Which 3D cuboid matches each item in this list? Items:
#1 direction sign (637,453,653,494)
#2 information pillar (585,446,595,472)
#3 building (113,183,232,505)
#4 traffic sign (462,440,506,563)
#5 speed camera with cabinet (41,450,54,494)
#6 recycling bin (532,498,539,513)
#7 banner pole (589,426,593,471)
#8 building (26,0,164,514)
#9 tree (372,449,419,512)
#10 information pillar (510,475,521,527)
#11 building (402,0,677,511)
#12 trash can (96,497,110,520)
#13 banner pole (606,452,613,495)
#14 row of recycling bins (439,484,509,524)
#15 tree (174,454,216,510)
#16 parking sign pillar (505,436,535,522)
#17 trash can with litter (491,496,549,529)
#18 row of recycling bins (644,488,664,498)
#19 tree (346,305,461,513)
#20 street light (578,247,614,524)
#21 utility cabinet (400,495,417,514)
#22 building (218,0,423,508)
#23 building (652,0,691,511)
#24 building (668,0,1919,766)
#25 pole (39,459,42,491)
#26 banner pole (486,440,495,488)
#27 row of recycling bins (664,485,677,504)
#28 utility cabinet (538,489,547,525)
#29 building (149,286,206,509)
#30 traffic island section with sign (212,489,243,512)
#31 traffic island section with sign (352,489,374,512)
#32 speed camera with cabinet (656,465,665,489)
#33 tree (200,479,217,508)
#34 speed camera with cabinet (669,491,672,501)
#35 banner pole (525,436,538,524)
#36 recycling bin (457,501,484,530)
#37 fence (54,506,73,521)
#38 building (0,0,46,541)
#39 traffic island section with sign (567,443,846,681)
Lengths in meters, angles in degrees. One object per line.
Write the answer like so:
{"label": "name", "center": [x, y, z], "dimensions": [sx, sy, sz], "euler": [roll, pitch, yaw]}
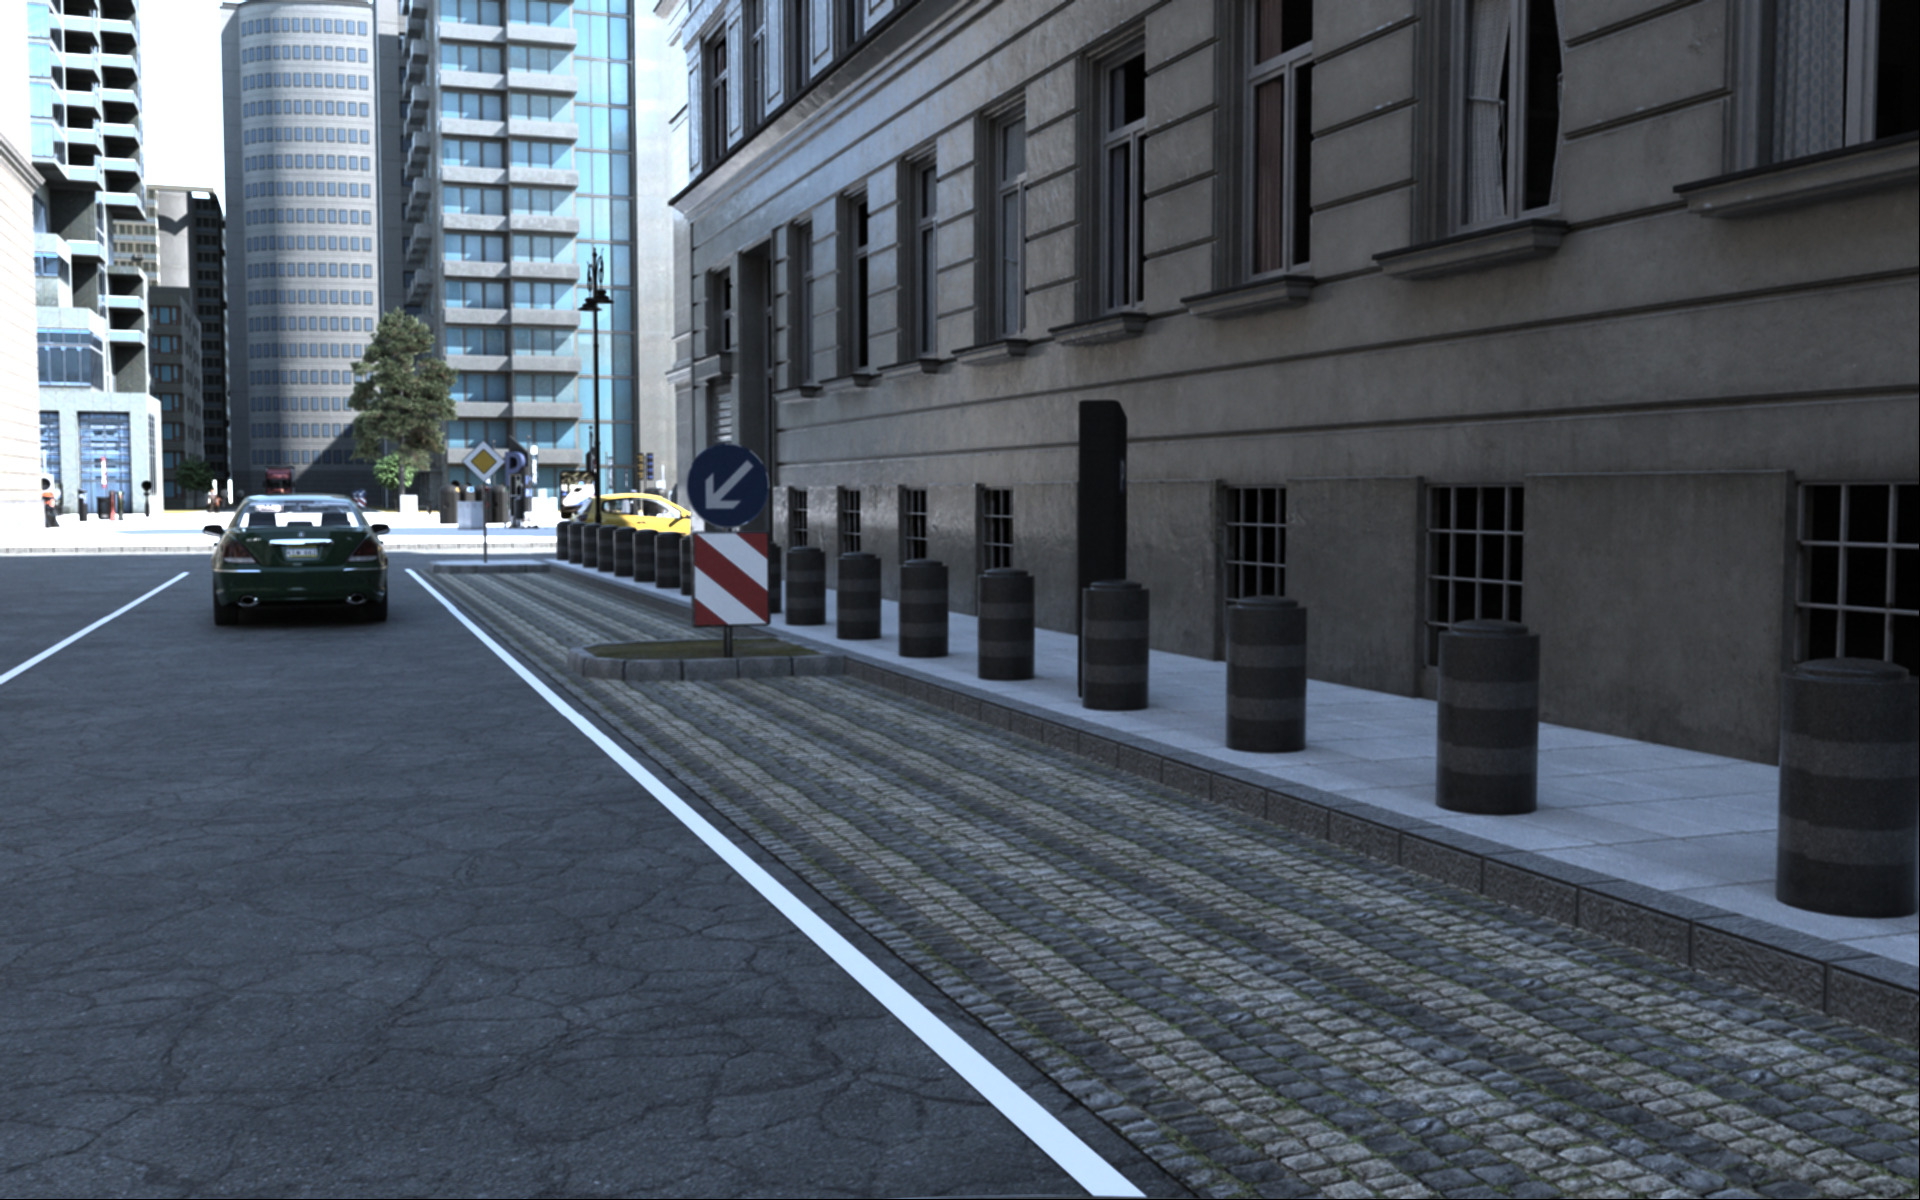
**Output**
{"label": "direction sign", "center": [-17.426, -6.354, 95.892], "dimensions": [0.876, 3.537, 0.379], "euler": [0, 4, -4]}
{"label": "information pillar", "center": [-18.062, -5.711, 84.731], "dimensions": [0.504, 3.616, 0.183], "euler": [-3, 5, -41]}
{"label": "building", "center": [-98.639, -31.235, 202.574], "dimensions": [23.993, 40.220, 32.217], "euler": [-1, 4, -20]}
{"label": "traffic sign", "center": [-8.874, -1.754, 32.317], "dimensions": [0.795, 2.450, 0.064], "euler": [-1, 4, -20]}
{"label": "speed camera with cabinet", "center": [-41.542, -5.064, 77.133], "dimensions": [2.038, 3.252, 0.660], "euler": [-1, 4, -23]}
{"label": "recycling bin", "center": [-28.486, -6.368, 116.674], "dimensions": [0.722, 1.027, 0.722], "euler": [-1, 4, -19]}
{"label": "banner pole", "center": [-13.445, -4.480, 63.268], "dimensions": [0.401, 3.779, 0.863], "euler": [-1, 4, -18]}
{"label": "building", "center": [-67.639, -49.304, 118.787], "dimensions": [22.319, 86.520, 31.000], "euler": [-1, 4, -20]}
{"label": "tree", "center": [-40.649, -8.633, 124.862], "dimensions": [4.285, 4.588, 4.351], "euler": [0, 3, 0]}
{"label": "information pillar", "center": [-16.883, -3.749, 65.791], "dimensions": [0.304, 2.012, 0.304], "euler": [1, 4, 18]}
{"label": "building", "center": [-34.183, -32.095, 144.363], "dimensions": [23.786, 49.044, 30.456], "euler": [-1, 4, -20]}
{"label": "trash can", "center": [-42.410, -4.537, 85.828], "dimensions": [0.748, 1.137, 0.748], "euler": [0, 3, 0]}
{"label": "banner pole", "center": [-20.807, -6.895, 102.753], "dimensions": [0.863, 3.779, 0.401], "euler": [3, 5, 42]}
{"label": "row of recycling bins", "center": [-21.073, -4.154, 75.037], "dimensions": [1.069, 1.692, 3.534], "euler": [2, 4, 34]}
{"label": "tree", "center": [-63.110, -9.730, 142.806], "dimensions": [4.285, 4.588, 4.351], "euler": [0, 3, 0]}
{"label": "parking sign pillar", "center": [-20.261, -5.564, 79.445], "dimensions": [1.447, 3.967, 1.447], "euler": [2, 4, 32]}
{"label": "trash can with litter", "center": [-16.234, -3.259, 64.344], "dimensions": [2.233, 1.210, 1.678], "euler": [3, 4, 37]}
{"label": "row of recycling bins", "center": [-19.742, -6.415, 112.002], "dimensions": [1.069, 1.692, 3.534], "euler": [-1, 4, -23]}
{"label": "tree", "center": [-37.568, -12.820, 117.029], "dimensions": [7.806, 13.903, 7.818], "euler": [0, 3, 0]}
{"label": "street light", "center": [-6.844, -3.661, 32.642], "dimensions": [0.468, 5.910, 1.993], "euler": [-1, 4, -20]}
{"label": "utility cabinet", "center": [-35.681, -6.174, 112.105], "dimensions": [1.020, 1.237, 0.306], "euler": [0, 4, -6]}
{"label": "building", "center": [-71.692, -40.577, 205.432], "dimensions": [28.212, 58.520, 21.231], "euler": [-1, 4, -20]}
{"label": "building", "center": [-6.964, -12.476, 54.890], "dimensions": [40.483, 20.767, 10.553], "euler": [-1, 4, -20]}
{"label": "building", "center": [6.711, -11.462, 20.683], "dimensions": [16.112, 22.955, 30.059], "euler": [-1, 4, -20]}
{"label": "pole", "center": [-39.374, -4.904, 74.027], "dimensions": [0.158, 3.312, 0.155], "euler": [0, 3, 0]}
{"label": "banner pole", "center": [-21.842, -5.539, 80.581], "dimensions": [0.401, 3.779, 0.863], "euler": [2, 4, 31]}
{"label": "row of recycling bins", "center": [-11.164, -3.899, 70.861], "dimensions": [1.069, 1.692, 3.534], "euler": [0, 4, 0]}
{"label": "utility cabinet", "center": [-17.384, -3.878, 72.080], "dimensions": [0.318, 1.500, 1.173], "euler": [-1, 4, -13]}
{"label": "building", "center": [-85.782, -19.157, 158.248], "dimensions": [28.899, 21.520, 27.650], "euler": [-1, 4, -20]}
{"label": "traffic island section with sign", "center": [-57.693, -7.799, 136.142], "dimensions": [1.989, 1.847, 2.006], "euler": [-1, 4, -20]}
{"label": "traffic island section with sign", "center": [-48.253, -7.996, 139.368], "dimensions": [1.989, 1.847, 2.006], "euler": [-1, 4, -20]}
{"label": "speed camera with cabinet", "center": [-20.763, -7.667, 119.691], "dimensions": [0.660, 3.252, 2.038], "euler": [-1, 4, -13]}
{"label": "tree", "center": [-70.426, -10.287, 162.800], "dimensions": [1.663, 3.219, 1.824], "euler": [0, 3, 0]}
{"label": "speed camera with cabinet", "center": [-14.446, -5.881, 90.493], "dimensions": [0.660, 3.252, 2.038], "euler": [-3, 5, -39]}
{"label": "banner pole", "center": [-18.442, -5.178, 74.681], "dimensions": [0.401, 3.779, 0.863], "euler": [2, 4, 25]}
{"label": "recycling bin", "center": [-17.636, -3.057, 62.528], "dimensions": [0.722, 1.027, 0.722], "euler": [2, 4, 30]}
{"label": "fence", "center": [-43.406, -4.169, 83.537], "dimensions": [2.069, 0.683, 0.278], "euler": [3, 4, 39]}
{"label": "building", "center": [-38.368, -15.120, 44.480], "dimensions": [25.104, 27.353, 12.463], "euler": [-1, 4, -20]}
{"label": "traffic island section with sign", "center": [-2.165, -0.341, 14.203], "dimensions": [1.989, 1.847, 2.006], "euler": [-1, 4, -20]}
